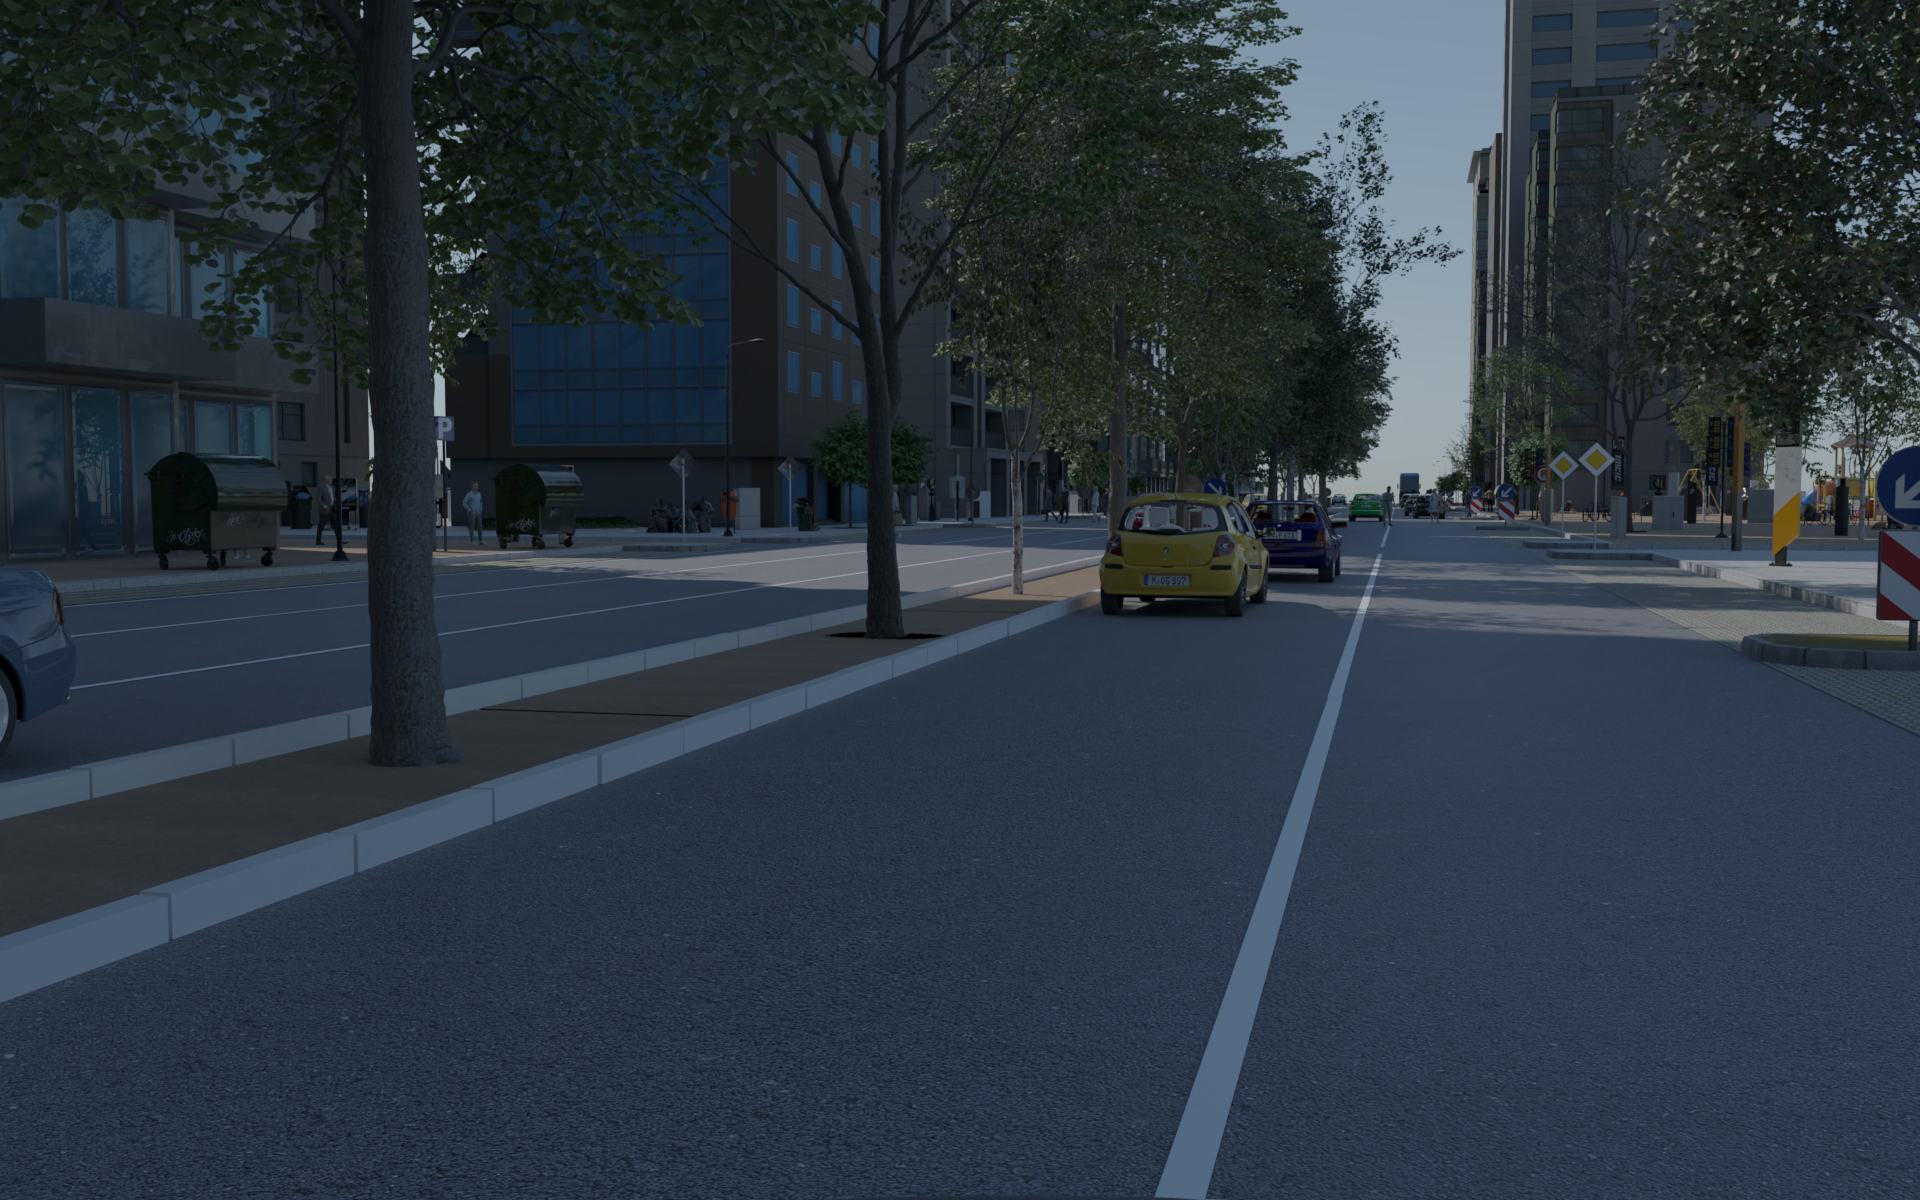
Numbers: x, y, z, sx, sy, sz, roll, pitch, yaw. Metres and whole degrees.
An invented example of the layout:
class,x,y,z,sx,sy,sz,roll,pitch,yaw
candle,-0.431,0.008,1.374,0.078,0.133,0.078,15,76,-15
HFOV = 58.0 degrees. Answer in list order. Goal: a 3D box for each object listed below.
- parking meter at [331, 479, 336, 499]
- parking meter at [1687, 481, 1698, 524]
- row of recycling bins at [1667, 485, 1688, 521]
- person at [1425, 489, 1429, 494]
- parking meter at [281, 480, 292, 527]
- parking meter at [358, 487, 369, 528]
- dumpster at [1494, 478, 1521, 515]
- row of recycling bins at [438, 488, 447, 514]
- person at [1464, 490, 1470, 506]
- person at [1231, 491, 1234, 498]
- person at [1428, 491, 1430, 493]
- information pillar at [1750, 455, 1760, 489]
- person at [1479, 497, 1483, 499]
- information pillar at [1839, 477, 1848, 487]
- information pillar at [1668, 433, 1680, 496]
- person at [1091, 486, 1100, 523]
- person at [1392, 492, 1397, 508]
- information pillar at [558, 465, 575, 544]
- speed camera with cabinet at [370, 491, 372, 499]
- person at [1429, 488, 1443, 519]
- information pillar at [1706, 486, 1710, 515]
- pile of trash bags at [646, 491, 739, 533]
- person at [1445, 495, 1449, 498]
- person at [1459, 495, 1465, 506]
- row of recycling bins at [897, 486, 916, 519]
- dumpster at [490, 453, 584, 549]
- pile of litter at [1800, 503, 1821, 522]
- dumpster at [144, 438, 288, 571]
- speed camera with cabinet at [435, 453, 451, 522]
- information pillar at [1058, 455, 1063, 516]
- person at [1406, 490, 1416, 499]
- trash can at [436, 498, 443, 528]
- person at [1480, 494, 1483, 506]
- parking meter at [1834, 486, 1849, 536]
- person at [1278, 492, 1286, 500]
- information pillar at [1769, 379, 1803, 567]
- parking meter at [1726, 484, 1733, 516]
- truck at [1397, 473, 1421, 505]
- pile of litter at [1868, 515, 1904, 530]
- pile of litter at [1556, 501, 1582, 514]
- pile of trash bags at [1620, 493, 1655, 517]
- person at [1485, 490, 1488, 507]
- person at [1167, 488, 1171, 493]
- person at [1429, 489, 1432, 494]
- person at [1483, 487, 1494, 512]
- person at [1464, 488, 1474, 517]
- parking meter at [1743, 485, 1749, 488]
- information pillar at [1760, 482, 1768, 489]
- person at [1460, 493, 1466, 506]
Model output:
class,x,y,z,sx,sy,sz,roll,pitch,yaw
parking meter,-24.591,-3.825,68.254,0.399,1.863,0.255,3,4,39
parking meter,31.703,-4.234,74.933,0.399,1.863,0.255,2,4,30
row of recycling bins,34.846,-4.695,83.868,1.069,1.692,3.534,1,4,15
person,39.410,-8.411,146.015,1.348,1.824,0.705,1,4,23
parking meter,-26.519,-3.825,68.245,0.399,1.863,0.255,0,4,-7
parking meter,-22.531,-3.490,65.475,0.372,1.533,0.369,0,3,0
dumpster,33.413,-6.309,105.652,1.502,2.255,1.985,1,4,14
row of recycling bins,-35.412,-6.562,114.408,3.534,1.692,1.069,0,4,1
person,50.614,-10.125,172.138,0.434,1.755,0.990,-3,5,-41
person,23.377,-8.447,147.430,0.721,1.723,1.217,1,4,19
person,48.465,-10.467,179.262,1.348,1.869,0.705,0,4,4
information pillar,47.234,-6.824,102.931,0.504,3.616,0.183,0,4,1
person,50.329,-9.886,168.403,0.721,1.735,1.217,-2,4,-35
information pillar,39.113,-4.418,76.724,0.304,2.012,0.304,2,4,34
information pillar,27.514,-4.613,66.775,0.183,3.616,0.504,-1,4,-22
person,6.818,-4.795,86.781,0.818,1.842,0.514,-3,5,-43
person,44.080,-10.163,176.133,0.593,1.643,0.415,1,4,13
information pillar,-10.042,-2.425,44.146,0.304,2.012,0.304,-3,5,-44
speed camera with cabinet,-39.365,-7.213,112.272,2.038,3.252,0.660,1,4,12
person,26.903,-5.434,97.835,0.782,1.767,0.515,0,4,-7
information pillar,44.915,-6.098,104.187,0.304,2.012,0.304,2,4,31
pile of trash bags,-8.718,-2.898,57.140,3.447,1.369,1.912,2,4,30
person,69.128,-14.616,244.982,1.348,1.831,0.705,-2,4,-25
person,54.503,-11.070,187.716,1.217,1.739,0.721,-3,4,-37
row of recycling bins,-3.540,-4.990,88.693,1.069,1.692,3.534,-3,5,-44
dumpster,-10.008,-2.351,40.931,1.502,2.255,1.985,1,4,14
pile of litter,39.565,-4.111,81.174,1.719,0.858,1.176,0,4,-3
dumpster,-12.830,-1.675,29.875,1.502,2.255,1.985,1,4,14
speed camera with cabinet,-23.937,-5.312,81.192,0.660,3.252,2.038,3,5,44
information pillar,6.001,-6.820,102.867,0.183,3.616,0.504,-1,4,-20
person,41.465,-9.172,158.432,1.348,1.831,0.705,0,4,-4
trash can,-19.712,-3.259,64.945,0.748,1.137,0.748,0,3,0
person,54.909,-10.802,182.585,1.348,1.831,0.705,-2,4,-29
parking meter,27.136,-2.745,53.292,0.372,1.533,0.369,0,3,0
person,44.223,-13.998,238.092,1.217,1.736,0.721,0,4,-8
information pillar,14.622,-2.400,30.599,0.183,3.616,0.504,-2,4,-28
parking meter,45.702,-5.937,102.783,0.255,1.863,0.399,-2,4,-30
truck,55.928,-13.774,214.969,2.967,4.110,18.799,1,4,13
pile of litter,33.244,-2.950,62.200,1.719,0.858,1.176,-3,4,-36
pile of litter,39.842,-6.079,113.359,1.719,0.858,1.176,3,5,42
pile of trash bags,39.504,-5.463,99.077,3.447,1.369,1.912,0,4,1
person,52.314,-10.102,171.999,0.721,1.735,1.217,-2,4,-25
person,12.796,-5.913,105.532,0.716,1.782,0.532,-1,4,-19
person,34.051,-7.139,125.179,0.705,1.831,1.348,0,4,5
person,38.082,-7.230,124.270,0.705,1.823,1.348,-3,5,-42
person,29.993,-5.679,101.699,0.721,1.781,0.623,2,4,31
parking meter,50.588,-6.470,111.497,0.399,1.863,0.255,1,4,9
information pillar,47.386,-5.972,102.127,0.304,2.012,0.304,-1,4,-21
person,54.080,-10.961,185.386,0.705,1.807,1.348,-3,5,-40
